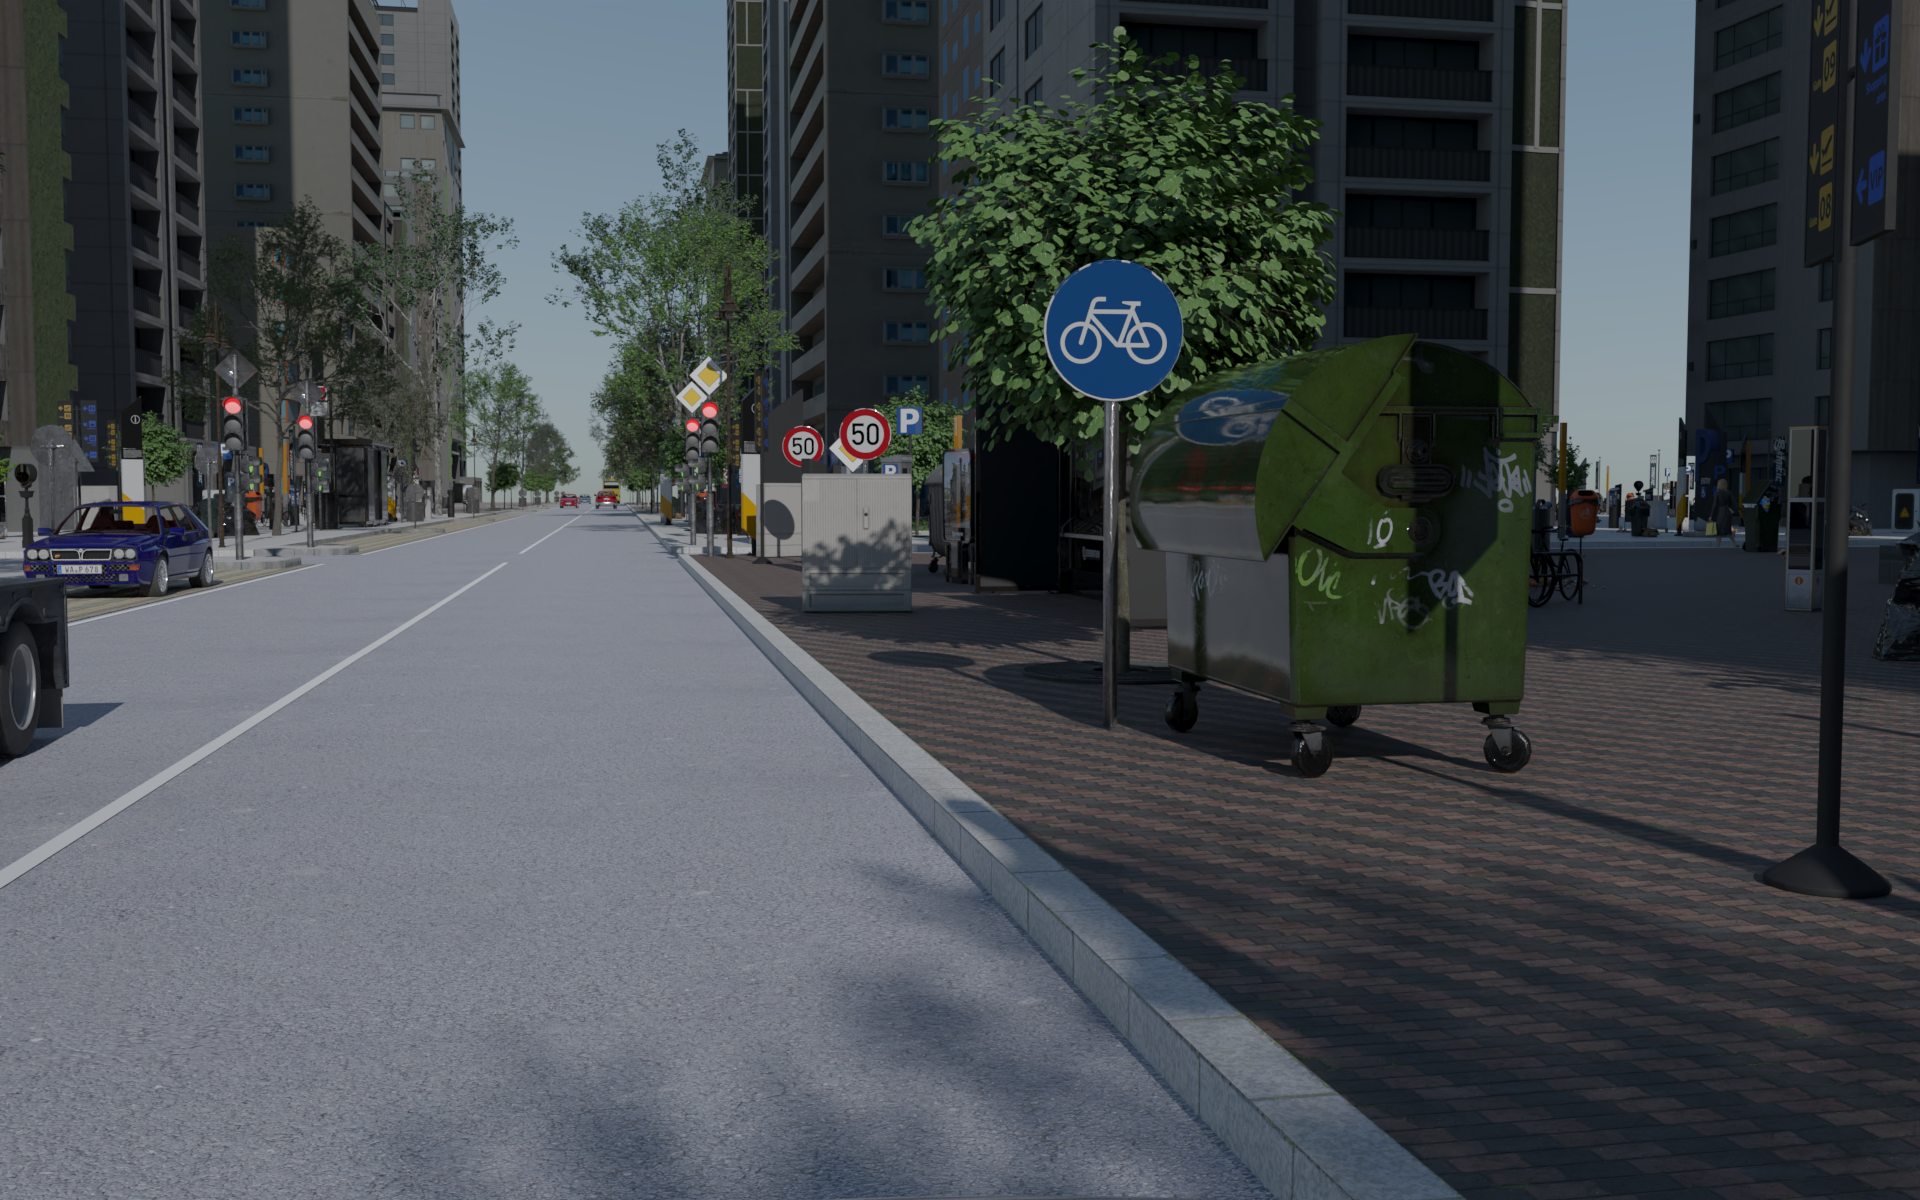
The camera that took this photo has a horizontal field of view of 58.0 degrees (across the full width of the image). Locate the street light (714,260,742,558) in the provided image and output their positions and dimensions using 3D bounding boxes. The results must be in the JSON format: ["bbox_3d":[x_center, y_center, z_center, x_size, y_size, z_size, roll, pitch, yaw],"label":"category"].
[{"bbox_3d":[-4.594,-3.768,34.394,0.468,5.910,1.993,-1,4,-11],"label":"street light"}]

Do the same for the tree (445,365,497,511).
[{"bbox_3d":[-35.819,-12.678,133.038,9.928,11.665,9.643,0,3,0],"label":"tree"}]

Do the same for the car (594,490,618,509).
[{"bbox_3d":[-34.332,-9.746,168.025,2.281,1.827,5.304,-1,4,-13],"label":"car"}]

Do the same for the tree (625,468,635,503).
[{"bbox_3d":[-45.044,-17.672,239.294,4.737,8.622,4.395,0,3,0],"label":"tree"}]

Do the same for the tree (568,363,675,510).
[{"bbox_3d":[-24.130,-13.788,135.796,12.009,13.543,11.850,0,3,0],"label":"tree"}]

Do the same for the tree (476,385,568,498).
[{"bbox_3d":[-46.791,-16.760,184.392,12.009,13.543,11.850,0,3,0],"label":"tree"}]

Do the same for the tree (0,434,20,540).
[{"bbox_3d":[-27.672,-3.324,48.941,1.663,3.219,1.824,0,3,0],"label":"tree"}]

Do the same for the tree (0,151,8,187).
[{"bbox_3d":[-13.419,-5.040,16.820,7.601,10.594,8.767,-3,5,-43],"label":"tree"}]

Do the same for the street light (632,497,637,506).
[{"bbox_3d":[-35.652,-13.354,191.117,0.468,5.910,1.993,-1,4,-11],"label":"street light"}]

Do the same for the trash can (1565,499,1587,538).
[{"bbox_3d":[18.135,-2.403,50.944,0.748,1.137,0.748,0,3,0],"label":"trash can"}]

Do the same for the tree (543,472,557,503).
[{"bbox_3d":[-53.065,-14.120,214.581,4.285,4.588,4.351,0,3,0],"label":"tree"}]

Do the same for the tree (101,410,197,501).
[{"bbox_3d":[-31.551,-5.121,67.437,4.285,4.588,4.351,0,3,0],"label":"tree"}]

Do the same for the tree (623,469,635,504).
[{"bbox_3d":[-29.776,-11.009,163.714,4.285,4.588,4.351,0,3,0],"label":"tree"}]

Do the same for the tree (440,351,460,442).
[{"bbox_3d":[-26.013,-8.101,82.821,4.360,8.622,3.978,0,3,0],"label":"tree"}]

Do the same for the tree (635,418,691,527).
[{"bbox_3d":[-10.239,-5.128,67.564,4.285,4.588,4.351,0,3,0],"label":"tree"}]

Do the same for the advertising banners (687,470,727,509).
[{"bbox_3d":[-11.316,-5.035,78.507,2.074,3.025,0.090,0,4,2],"label":"advertising banners"}]

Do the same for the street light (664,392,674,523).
[{"bbox_3d":[-13.082,-6.429,77.902,0.468,5.910,1.993,-1,4,-11],"label":"street light"}]

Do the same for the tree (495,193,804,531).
[{"bbox_3d":[-9.057,-8.201,59.845,9.928,11.665,9.643,0,3,0],"label":"tree"}]

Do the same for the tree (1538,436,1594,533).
[{"bbox_3d":[20.098,-3.822,57.097,1.663,3.219,1.824,0,3,0],"label":"tree"}]

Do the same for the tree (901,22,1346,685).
[{"bbox_3d":[1.203,-1.748,12.290,4.285,4.588,4.351,0,3,0],"label":"tree"}]

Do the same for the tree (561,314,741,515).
[{"bbox_3d":[-18.336,-11.666,107.750,9.611,12.733,9.660,0,3,0],"label":"tree"}]

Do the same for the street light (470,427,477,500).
[{"bbox_3d":[-32.806,-8.823,117.046,0.468,5.910,1.993,-1,4,-11],"label":"street light"}]

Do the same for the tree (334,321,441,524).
[{"bbox_3d":[-24.380,-7.520,73.315,4.360,8.622,3.978,0,3,0],"label":"tree"}]

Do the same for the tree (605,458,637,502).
[{"bbox_3d":[-40.852,-18.340,217.989,7.486,12.596,7.792,0,3,0],"label":"tree"}]

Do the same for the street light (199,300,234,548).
[{"bbox_3d":[-17.702,-4.194,41.366,0.468,5.910,1.993,-1,4,-11],"label":"street light"}]

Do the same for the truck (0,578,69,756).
[{"bbox_3d":[-4.344,-0.671,0.735,2.967,4.110,18.799,-1,4,-13],"label":"truck"}]

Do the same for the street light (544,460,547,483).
[{"bbox_3d":[-56.455,-16.100,236.030,0.468,5.910,1.993,-1,4,-11],"label":"street light"}]

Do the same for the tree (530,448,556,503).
[{"bbox_3d":[-62.557,-18.946,260.129,4.360,8.622,3.978,0,3,0],"label":"tree"}]

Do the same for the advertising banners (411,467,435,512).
[{"bbox_3d":[-35.051,-7.196,113.839,2.074,3.025,0.090,0,4,5],"label":"advertising banners"}]

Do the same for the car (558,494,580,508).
[{"bbox_3d":[-39.801,-10.239,176.448,2.155,1.783,4.494,-1,4,-10],"label":"car"}]

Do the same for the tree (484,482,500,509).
[{"bbox_3d":[-41.002,-9.616,151.820,1.663,3.219,1.824,0,3,0],"label":"tree"}]

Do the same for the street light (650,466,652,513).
[{"bbox_3d":[-20.830,-8.803,116.720,0.468,5.910,1.993,-1,4,-11],"label":"street light"}]

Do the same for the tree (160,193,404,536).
[{"bbox_3d":[-20.746,-7.265,53.193,7.601,10.594,8.767,-1,4,-22],"label":"tree"}]

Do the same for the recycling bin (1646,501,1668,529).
[{"bbox_3d":[25.599,-3.143,63.936,0.722,1.027,0.722,-2,4,-31],"label":"recycling bin"}]

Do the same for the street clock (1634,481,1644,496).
[{"bbox_3d":[36.363,-5.399,92.848,0.471,2.002,0.358,3,4,37],"label":"street clock"}]

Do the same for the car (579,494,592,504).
[{"bbox_3d":[-54.202,-14.570,250.216,2.014,1.417,4.499,-1,4,-11],"label":"car"}]

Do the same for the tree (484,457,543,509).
[{"bbox_3d":[-38.933,-10.028,147.674,4.285,4.588,4.351,0,3,0],"label":"tree"}]

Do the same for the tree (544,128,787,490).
[{"bbox_3d":[-15.681,-14.467,92.418,12.611,20.169,13.585,0,3,0],"label":"tree"}]

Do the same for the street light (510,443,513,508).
[{"bbox_3d":[-40.297,-11.170,155.409,0.468,5.910,1.993,-1,4,-11],"label":"street light"}]

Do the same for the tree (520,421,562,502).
[{"bbox_3d":[-64.326,-21.586,269.940,9.611,12.733,9.660,0,3,0],"label":"tree"}]

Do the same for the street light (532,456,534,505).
[{"bbox_3d":[-48.819,-13.773,197.967,0.468,5.910,1.993,-1,4,-11],"label":"street light"}]

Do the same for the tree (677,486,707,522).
[{"bbox_3d":[-12.476,-5.242,80.311,1.663,3.219,1.824,0,3,0],"label":"tree"}]

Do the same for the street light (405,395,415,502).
[{"bbox_3d":[-25.185,-6.534,79.626,0.468,5.910,1.993,-1,4,-11],"label":"street light"}]

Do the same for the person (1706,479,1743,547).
[{"bbox_3d":[19.123,-2.064,42.470,1.509,1.804,0.699,2,4,27],"label":"person"}]

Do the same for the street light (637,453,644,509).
[{"bbox_3d":[-28.012,-11.005,152.716,0.468,5.910,1.993,-1,4,-11],"label":"street light"}]

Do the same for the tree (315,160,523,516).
[{"bbox_3d":[-31.731,-15.001,101.157,12.611,20.169,13.585,0,3,0],"label":"tree"}]

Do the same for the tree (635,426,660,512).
[{"bbox_3d":[-21.656,-10.644,124.383,4.360,8.622,3.978,0,3,0],"label":"tree"}]

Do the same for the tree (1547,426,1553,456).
[{"bbox_3d":[16.603,-4.286,53.787,4.285,4.588,4.351,0,3,0],"label":"tree"}]

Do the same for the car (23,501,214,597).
[{"bbox_3d":[-12.080,-0.760,25.005,1.945,1.354,3.894,-1,4,-10],"label":"car"}]
